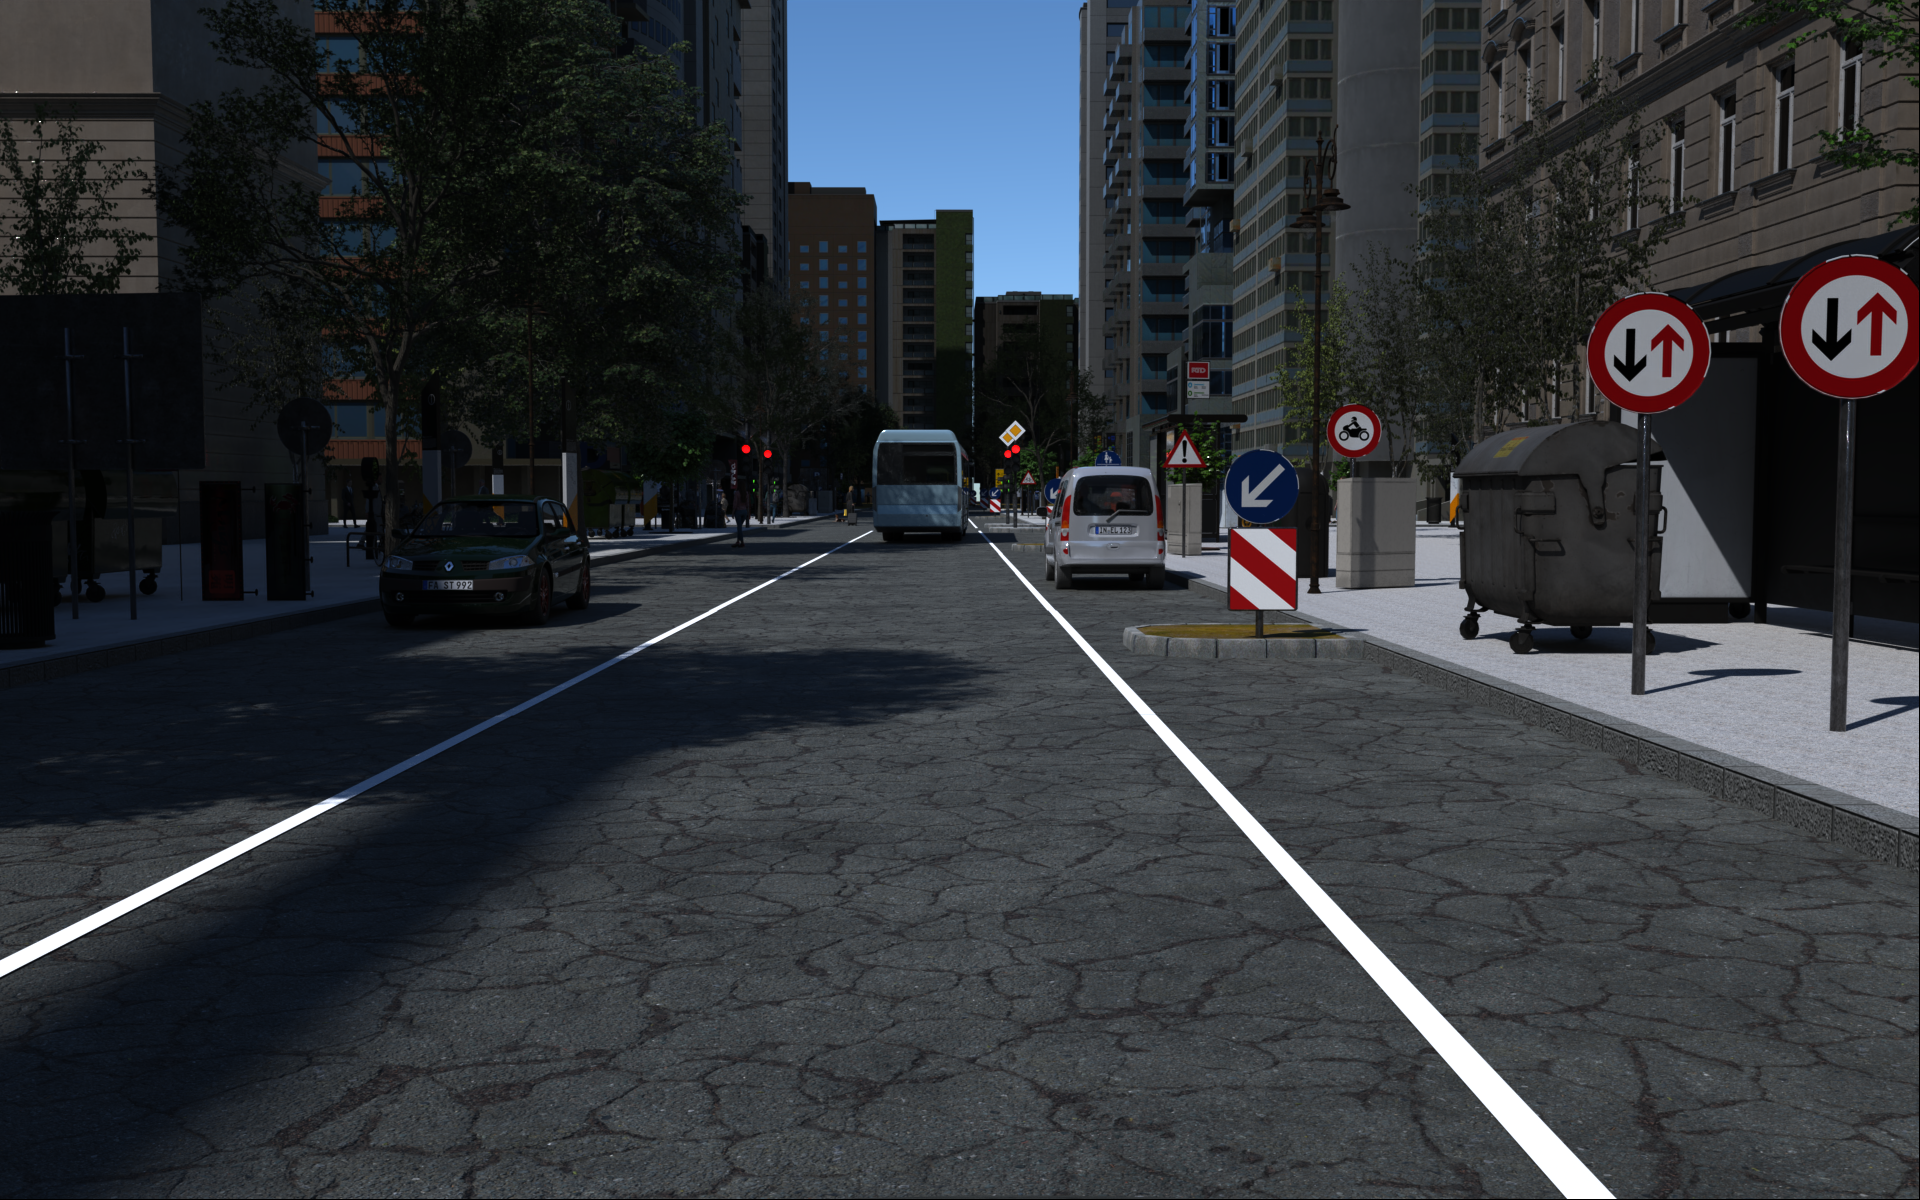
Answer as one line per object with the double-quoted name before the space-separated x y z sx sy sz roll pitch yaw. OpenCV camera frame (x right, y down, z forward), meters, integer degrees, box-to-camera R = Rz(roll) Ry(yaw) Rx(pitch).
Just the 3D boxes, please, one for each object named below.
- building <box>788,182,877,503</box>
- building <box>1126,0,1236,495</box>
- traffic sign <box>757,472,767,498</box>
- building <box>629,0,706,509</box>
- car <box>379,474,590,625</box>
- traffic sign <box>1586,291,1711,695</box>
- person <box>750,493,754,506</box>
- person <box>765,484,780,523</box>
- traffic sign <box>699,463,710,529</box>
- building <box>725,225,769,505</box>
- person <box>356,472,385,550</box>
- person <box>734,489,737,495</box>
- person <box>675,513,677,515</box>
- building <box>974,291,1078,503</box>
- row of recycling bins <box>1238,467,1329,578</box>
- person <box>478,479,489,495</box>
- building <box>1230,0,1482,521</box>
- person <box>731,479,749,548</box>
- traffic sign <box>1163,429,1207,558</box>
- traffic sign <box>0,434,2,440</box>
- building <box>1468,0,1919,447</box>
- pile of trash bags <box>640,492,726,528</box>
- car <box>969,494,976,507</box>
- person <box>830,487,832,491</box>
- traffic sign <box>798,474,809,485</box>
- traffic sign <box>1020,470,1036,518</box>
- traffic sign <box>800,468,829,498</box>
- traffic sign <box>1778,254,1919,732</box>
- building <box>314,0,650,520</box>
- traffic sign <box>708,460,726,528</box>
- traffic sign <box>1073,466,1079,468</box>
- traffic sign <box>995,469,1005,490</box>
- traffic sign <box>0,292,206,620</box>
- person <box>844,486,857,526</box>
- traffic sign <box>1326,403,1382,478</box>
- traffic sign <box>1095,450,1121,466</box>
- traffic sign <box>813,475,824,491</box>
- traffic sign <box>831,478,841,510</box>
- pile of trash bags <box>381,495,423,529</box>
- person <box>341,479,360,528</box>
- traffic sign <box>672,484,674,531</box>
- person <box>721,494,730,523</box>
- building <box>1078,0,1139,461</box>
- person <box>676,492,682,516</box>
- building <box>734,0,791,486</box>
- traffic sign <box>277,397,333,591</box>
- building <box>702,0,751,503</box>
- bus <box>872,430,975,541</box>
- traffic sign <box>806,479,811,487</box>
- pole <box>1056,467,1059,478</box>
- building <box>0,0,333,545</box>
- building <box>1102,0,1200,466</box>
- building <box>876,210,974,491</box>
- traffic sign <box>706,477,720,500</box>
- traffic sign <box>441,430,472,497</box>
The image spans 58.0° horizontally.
"building" -19.256 -36.764 251.207 14.200 45.320 14.600 0 4 0
"building" 25.627 -50.109 131.955 22.319 86.520 31.000 0 4 0
"traffic sign" -11.554 -6.202 101.502 0.768 2.556 0.104 0 4 0
"building" -32.193 -36.178 133.504 21.231 58.520 28.212 0 4 0
"car" -5.439 -0.634 20.151 2.009 1.686 4.222 0 4 -2
"traffic sign" 4.341 -0.667 11.011 0.768 2.556 0.104 0 4 4
"person" -15.550 -7.469 128.404 0.600 1.795 0.529 -2 4 -30
"person" -8.329 -4.315 76.943 0.623 1.781 0.721 -1 4 -15
"traffic sign" -9.428 -3.833 62.780 0.768 2.556 0.104 0 4 4
"building" -28.060 -25.256 184.632 14.160 30.474 14.107 0 4 0
"person" -13.344 -2.028 39.474 0.850 1.792 0.678 -1 4 -13
"person" -18.366 -8.257 141.268 0.641 1.798 0.478 1 4 17
"person" -17.727 -6.173 107.156 0.721 1.800 0.419 1 4 20
"building" 8.996 -29.265 250.180 14.107 30.474 14.160 0 4 0
"row of recycling bins" 5.250 -1.283 28.082 1.069 1.692 3.534 0 4 -1
"person" -16.238 -3.199 58.745 0.661 1.777 0.834 3 5 40
"building" 28.581 -24.792 97.236 23.993 40.220 32.217 0 4 0
"person" -5.875 -2.320 46.439 0.388 1.821 0.555 2 4 34
"traffic sign" 4.513 -2.132 34.866 0.884 2.594 0.081 0 4 3
"traffic sign" -9.772 -1.035 16.927 0.884 2.594 0.081 1 4 8
"building" 21.927 -14.975 42.105 12.463 27.353 25.104 0 4 0
"pile of trash bags" -10.512 -3.424 65.729 3.447 1.369 1.912 0 4 2
"car" 0.847 -11.310 195.137 2.015 1.641 3.980 0 4 -2
"person" -9.866 -7.655 131.540 0.444 1.785 0.601 2 4 25
"traffic sign" -10.008 -6.770 110.794 0.768 2.556 0.104 1 4 9
"traffic sign" 3.709 -5.743 93.895 0.884 2.594 0.081 1 4 9
"traffic sign" -11.466 -8.717 136.403 2.265 3.308 0.079 0 4 1
"traffic sign" 4.755 -0.563 9.303 0.768 2.556 0.104 0 4 5
"building" -29.710 -27.085 97.471 22.147 44.769 28.867 0 4 0
"traffic sign" -9.093 -3.938 64.497 0.768 2.556 0.104 0 4 2
"traffic sign" 5.375 -4.883 79.945 0.768 2.556 0.104 0 4 1
"traffic sign" 3.949 -8.890 139.228 2.265 3.308 0.079 0 4 6
"traffic sign" -8.764 -1.454 17.648 2.265 3.308 0.079 0 4 8
"person" -4.999 -4.295 78.944 0.699 1.804 1.509 0 4 1
"traffic sign" 5.542 -1.489 24.445 0.768 2.556 0.104 0 4 3
"traffic sign" 4.336 -3.096 50.727 0.768 2.556 0.104 0 4 7
"traffic sign" -9.598 -7.167 117.283 0.768 2.556 0.104 0 4 8
"traffic sign" -9.866 -8.438 137.972 0.884 2.594 0.081 0 4 3
"pile of trash bags" -20.838 -3.358 64.663 1.912 1.369 3.447 -2 4 -34
"person" -22.897 -3.623 65.064 0.755 1.850 0.659 2 4 32
"traffic sign" -10.027 -3.690 60.442 0.768 2.556 0.104 0 3 0
"person" -10.345 -4.009 75.858 0.640 1.303 0.475 1 4 18
"building" 24.191 -40.196 199.201 21.231 58.520 28.212 0 4 0
"person" -16.120 -5.674 99.477 0.598 1.740 0.731 2 4 34
"building" -31.147 -46.761 202.801 20.611 71.187 20.563 0 4 0
"traffic sign" -8.629 -1.389 22.811 0.768 2.556 0.104 0 4 7
"building" -35.089 -35.074 162.697 28.713 52.752 27.495 0 4 0
"bus" -1.080 -3.750 56.167 2.948 3.499 13.247 0 4 1
"traffic sign" -11.734 -8.047 131.670 0.768 2.556 0.104 1 4 8
"pole" 7.212 -8.221 128.252 0.158 3.312 0.155 0 3 0
"building" -32.105 -15.360 48.398 25.104 27.353 12.463 0 4 0
"building" 25.826 -33.662 169.982 23.786 49.044 30.456 0 4 0
"building" -5.108 -34.687 250.734 14.086 41.232 14.154 0 4 0
"traffic sign" -10.500 -4.378 73.703 0.606 2.300 0.079 0 4 6
"traffic sign" -10.063 -2.098 34.407 0.768 2.556 0.104 0 4 4
